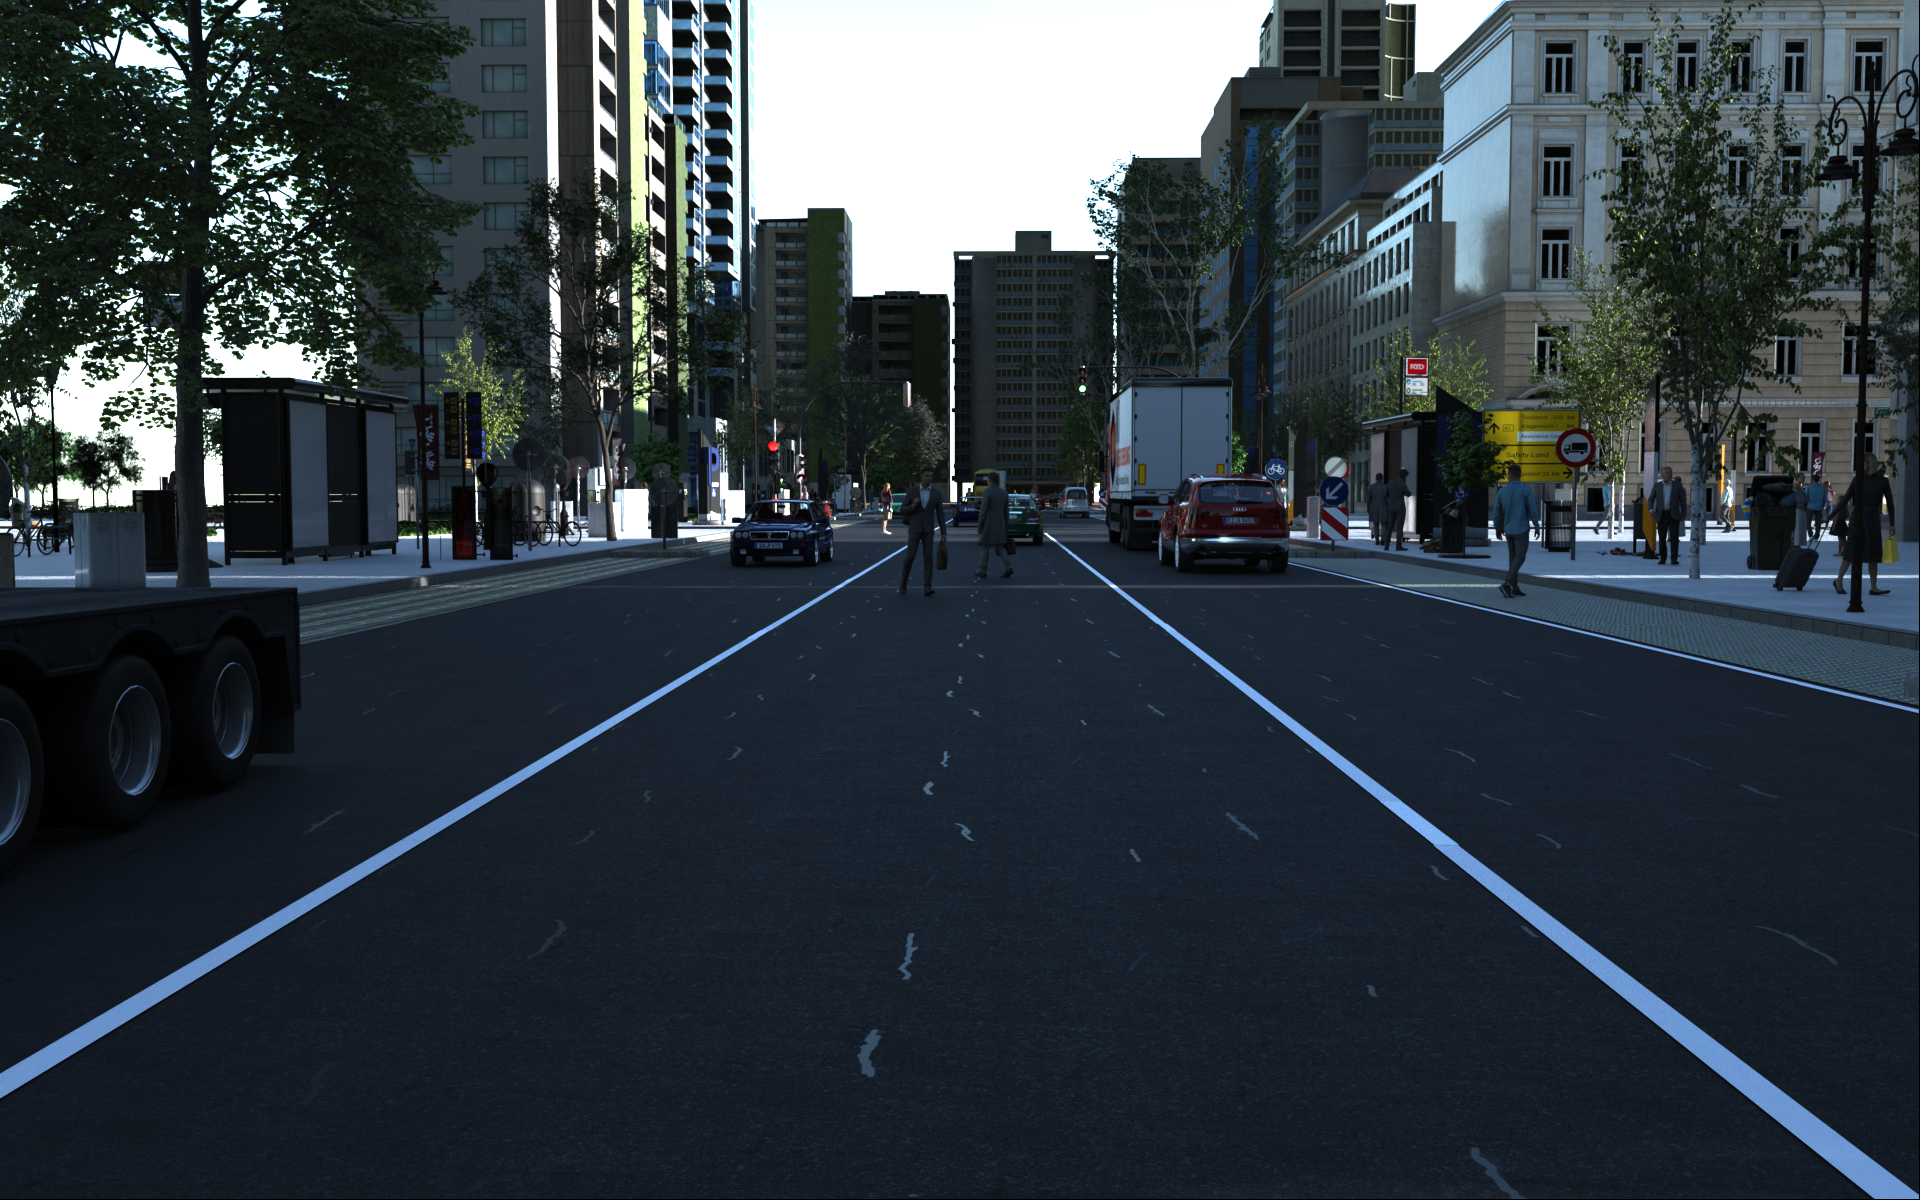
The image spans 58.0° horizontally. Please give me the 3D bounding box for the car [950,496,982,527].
[{"bbox_3d":[0.539,-3.911,76.531,1.945,1.354,3.894,0,4,-1],"label":"car"}]

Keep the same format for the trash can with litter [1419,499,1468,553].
[{"bbox_3d":[10.477,-1.605,37.625,0.624,1.170,1.055,-3,5,-40],"label":"trash can with litter"}]

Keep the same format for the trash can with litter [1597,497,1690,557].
[{"bbox_3d":[14.244,-1.554,36.462,1.678,1.210,2.233,0,4,-7],"label":"trash can with litter"}]

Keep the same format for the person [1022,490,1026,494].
[{"bbox_3d":[5.050,-8.104,141.266,0.573,1.790,0.520,3,5,42],"label":"person"}]

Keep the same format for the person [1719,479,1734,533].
[{"bbox_3d":[25.423,-3.105,57.298,0.515,1.767,0.782,3,5,40],"label":"person"}]

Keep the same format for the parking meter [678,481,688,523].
[{"bbox_3d":[-12.512,-4.433,78.192,0.399,1.863,0.255,2,4,32],"label":"parking meter"}]

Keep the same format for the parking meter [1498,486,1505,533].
[{"bbox_3d":[17.955,-2.985,57.211,0.372,1.533,0.369,0,3,0],"label":"parking meter"}]

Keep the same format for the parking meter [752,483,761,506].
[{"bbox_3d":[-10.663,-5.201,90.750,0.399,1.863,0.255,3,4,38],"label":"parking meter"}]

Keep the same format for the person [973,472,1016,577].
[{"bbox_3d":[0.573,-1.296,29.790,0.694,1.812,0.767,-3,5,-41],"label":"person"}]

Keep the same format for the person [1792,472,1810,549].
[{"bbox_3d":[18.566,-1.937,38.259,0.362,1.759,0.519,3,5,42],"label":"person"}]

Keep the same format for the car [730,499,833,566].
[{"bbox_3d":[-3.643,-1.414,35.698,1.945,1.354,3.894,0,4,3],"label":"car"}]

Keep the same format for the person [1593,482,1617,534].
[{"bbox_3d":[20.520,-3.004,55.025,0.748,1.841,0.638,1,4,19],"label":"person"}]

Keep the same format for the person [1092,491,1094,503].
[{"bbox_3d":[16.668,-12.938,218.497,0.530,1.710,0.541,-3,5,-39],"label":"person"}]

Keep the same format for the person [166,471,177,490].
[{"bbox_3d":[-18.006,-2.069,39.884,0.555,1.821,0.388,1,4,18],"label":"person"}]

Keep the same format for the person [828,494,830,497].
[{"bbox_3d":[-13.280,-10.384,176.538,1.217,1.735,0.721,-1,4,-11],"label":"person"}]

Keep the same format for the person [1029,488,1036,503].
[{"bbox_3d":[4.069,-5.401,97.375,0.480,1.755,0.524,-1,4,-10],"label":"person"}]

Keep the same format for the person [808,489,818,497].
[{"bbox_3d":[-14.262,-9.857,167.335,1.348,1.807,0.705,-2,4,-30],"label":"person"}]

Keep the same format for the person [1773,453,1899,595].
[{"bbox_3d":[11.364,-0.984,22.355,0.699,1.804,1.509,-1,4,-20],"label":"person"}]

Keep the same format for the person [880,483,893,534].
[{"bbox_3d":[-2.629,-3.267,61.894,0.573,1.828,0.580,-2,4,-28],"label":"person"}]

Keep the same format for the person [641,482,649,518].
[{"bbox_3d":[-13.052,-3.947,70.937,0.532,1.782,0.716,-2,4,-27],"label":"person"}]

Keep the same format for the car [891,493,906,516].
[{"bbox_3d":[-3.425,-5.662,101.364,1.959,1.807,4.718,0,4,-1],"label":"car"}]

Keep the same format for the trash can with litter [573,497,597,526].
[{"bbox_3d":[-15.463,-3.674,71.125,2.233,1.210,1.678,-1,4,-10],"label":"trash can with litter"}]

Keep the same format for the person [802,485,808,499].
[{"bbox_3d":[-6.665,-3.985,73.659,0.388,1.821,0.555,2,4,31],"label":"person"}]

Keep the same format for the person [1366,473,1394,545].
[{"bbox_3d":[10.575,-2.287,43.531,0.694,1.812,0.767,2,4,25],"label":"person"}]

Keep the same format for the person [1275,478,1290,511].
[{"bbox_3d":[10.875,-3.244,58.933,0.661,1.843,0.795,-1,4,-20],"label":"person"}]

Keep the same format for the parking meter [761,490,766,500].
[{"bbox_3d":[-11.571,-5.706,101.697,0.372,1.533,0.369,0,3,0],"label":"parking meter"}]

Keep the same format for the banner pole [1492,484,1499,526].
[{"bbox_3d":[21.839,-4.918,70.420,0.401,3.779,0.863,1,4,10],"label":"banner pole"}]

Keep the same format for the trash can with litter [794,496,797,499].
[{"bbox_3d":[-8.866,-4.931,91.683,1.678,1.210,2.233,1,4,22],"label":"trash can with litter"}]

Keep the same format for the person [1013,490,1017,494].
[{"bbox_3d":[4.517,-8.340,145.107,0.529,1.795,0.600,-1,4,-19],"label":"person"}]

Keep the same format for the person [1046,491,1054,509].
[{"bbox_3d":[8.889,-9.786,169.282,1.217,1.735,0.721,-2,4,-27],"label":"person"}]

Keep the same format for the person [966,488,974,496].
[{"bbox_3d":[0.550,-6.018,106.804,0.656,1.842,0.836,-1,4,-21],"label":"person"}]

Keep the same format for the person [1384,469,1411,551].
[{"bbox_3d":[9.947,-2.051,39.387,0.655,1.846,0.447,3,5,44],"label":"person"}]

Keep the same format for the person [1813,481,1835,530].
[{"bbox_3d":[30.910,-3.386,61.994,0.593,1.750,0.643,-1,4,-16],"label":"person"}]

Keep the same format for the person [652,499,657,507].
[{"bbox_3d":[-18.981,-5.966,107.860,0.394,1.301,0.425,1,4,13],"label":"person"}]

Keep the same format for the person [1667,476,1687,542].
[{"bbox_3d":[19.230,-2.434,46.394,0.519,1.759,0.362,3,5,42],"label":"person"}]

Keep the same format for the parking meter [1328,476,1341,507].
[{"bbox_3d":[12.245,-3.107,56.515,0.399,1.863,0.255,2,4,32],"label":"parking meter"}]

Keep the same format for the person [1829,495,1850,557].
[{"bbox_3d":[18.081,-1.523,35.617,0.362,1.253,0.373,-2,4,-30],"label":"person"}]

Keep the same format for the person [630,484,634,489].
[{"bbox_3d":[-16.346,-4.898,86.368,0.529,1.795,0.600,1,4,11],"label":"person"}]

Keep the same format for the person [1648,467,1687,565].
[{"bbox_3d":[12.809,-1.523,31.345,0.661,1.777,0.834,1,4,16],"label":"person"}]

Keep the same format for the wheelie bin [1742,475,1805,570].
[{"bbox_3d":[13.810,-1.313,29.368,0.980,1.594,0.693,1,4,9],"label":"wheelie bin"}]

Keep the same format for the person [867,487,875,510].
[{"bbox_3d":[-7.026,-7.942,135.913,0.654,1.822,0.581,-1,4,-19],"label":"person"}]

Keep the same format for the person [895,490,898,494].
[{"bbox_3d":[-7.089,-11.332,191.455,0.705,1.807,1.348,-2,4,-27],"label":"person"}]

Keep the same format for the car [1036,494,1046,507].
[{"bbox_3d":[8.649,-11.422,195.789,2.155,1.783,4.494,0,4,-1],"label":"car"}]

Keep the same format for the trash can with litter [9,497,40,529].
[{"bbox_3d":[-34.179,-3.179,63.364,1.055,1.170,0.624,0,4,0],"label":"trash can with litter"}]

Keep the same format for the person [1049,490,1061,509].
[{"bbox_3d":[9.102,-9.588,165.268,1.348,1.823,0.705,0,4,7],"label":"person"}]

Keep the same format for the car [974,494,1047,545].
[{"bbox_3d":[1.472,-2.344,50.129,2.131,1.459,4.920,0,4,2],"label":"car"}]

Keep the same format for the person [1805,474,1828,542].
[{"bbox_3d":[22.934,-2.473,46.496,0.660,1.820,0.620,0,4,8],"label":"person"}]

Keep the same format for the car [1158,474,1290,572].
[{"bbox_3d":[5.012,-1.508,33.321,2.281,1.827,5.304,0,4,1],"label":"car"}]
